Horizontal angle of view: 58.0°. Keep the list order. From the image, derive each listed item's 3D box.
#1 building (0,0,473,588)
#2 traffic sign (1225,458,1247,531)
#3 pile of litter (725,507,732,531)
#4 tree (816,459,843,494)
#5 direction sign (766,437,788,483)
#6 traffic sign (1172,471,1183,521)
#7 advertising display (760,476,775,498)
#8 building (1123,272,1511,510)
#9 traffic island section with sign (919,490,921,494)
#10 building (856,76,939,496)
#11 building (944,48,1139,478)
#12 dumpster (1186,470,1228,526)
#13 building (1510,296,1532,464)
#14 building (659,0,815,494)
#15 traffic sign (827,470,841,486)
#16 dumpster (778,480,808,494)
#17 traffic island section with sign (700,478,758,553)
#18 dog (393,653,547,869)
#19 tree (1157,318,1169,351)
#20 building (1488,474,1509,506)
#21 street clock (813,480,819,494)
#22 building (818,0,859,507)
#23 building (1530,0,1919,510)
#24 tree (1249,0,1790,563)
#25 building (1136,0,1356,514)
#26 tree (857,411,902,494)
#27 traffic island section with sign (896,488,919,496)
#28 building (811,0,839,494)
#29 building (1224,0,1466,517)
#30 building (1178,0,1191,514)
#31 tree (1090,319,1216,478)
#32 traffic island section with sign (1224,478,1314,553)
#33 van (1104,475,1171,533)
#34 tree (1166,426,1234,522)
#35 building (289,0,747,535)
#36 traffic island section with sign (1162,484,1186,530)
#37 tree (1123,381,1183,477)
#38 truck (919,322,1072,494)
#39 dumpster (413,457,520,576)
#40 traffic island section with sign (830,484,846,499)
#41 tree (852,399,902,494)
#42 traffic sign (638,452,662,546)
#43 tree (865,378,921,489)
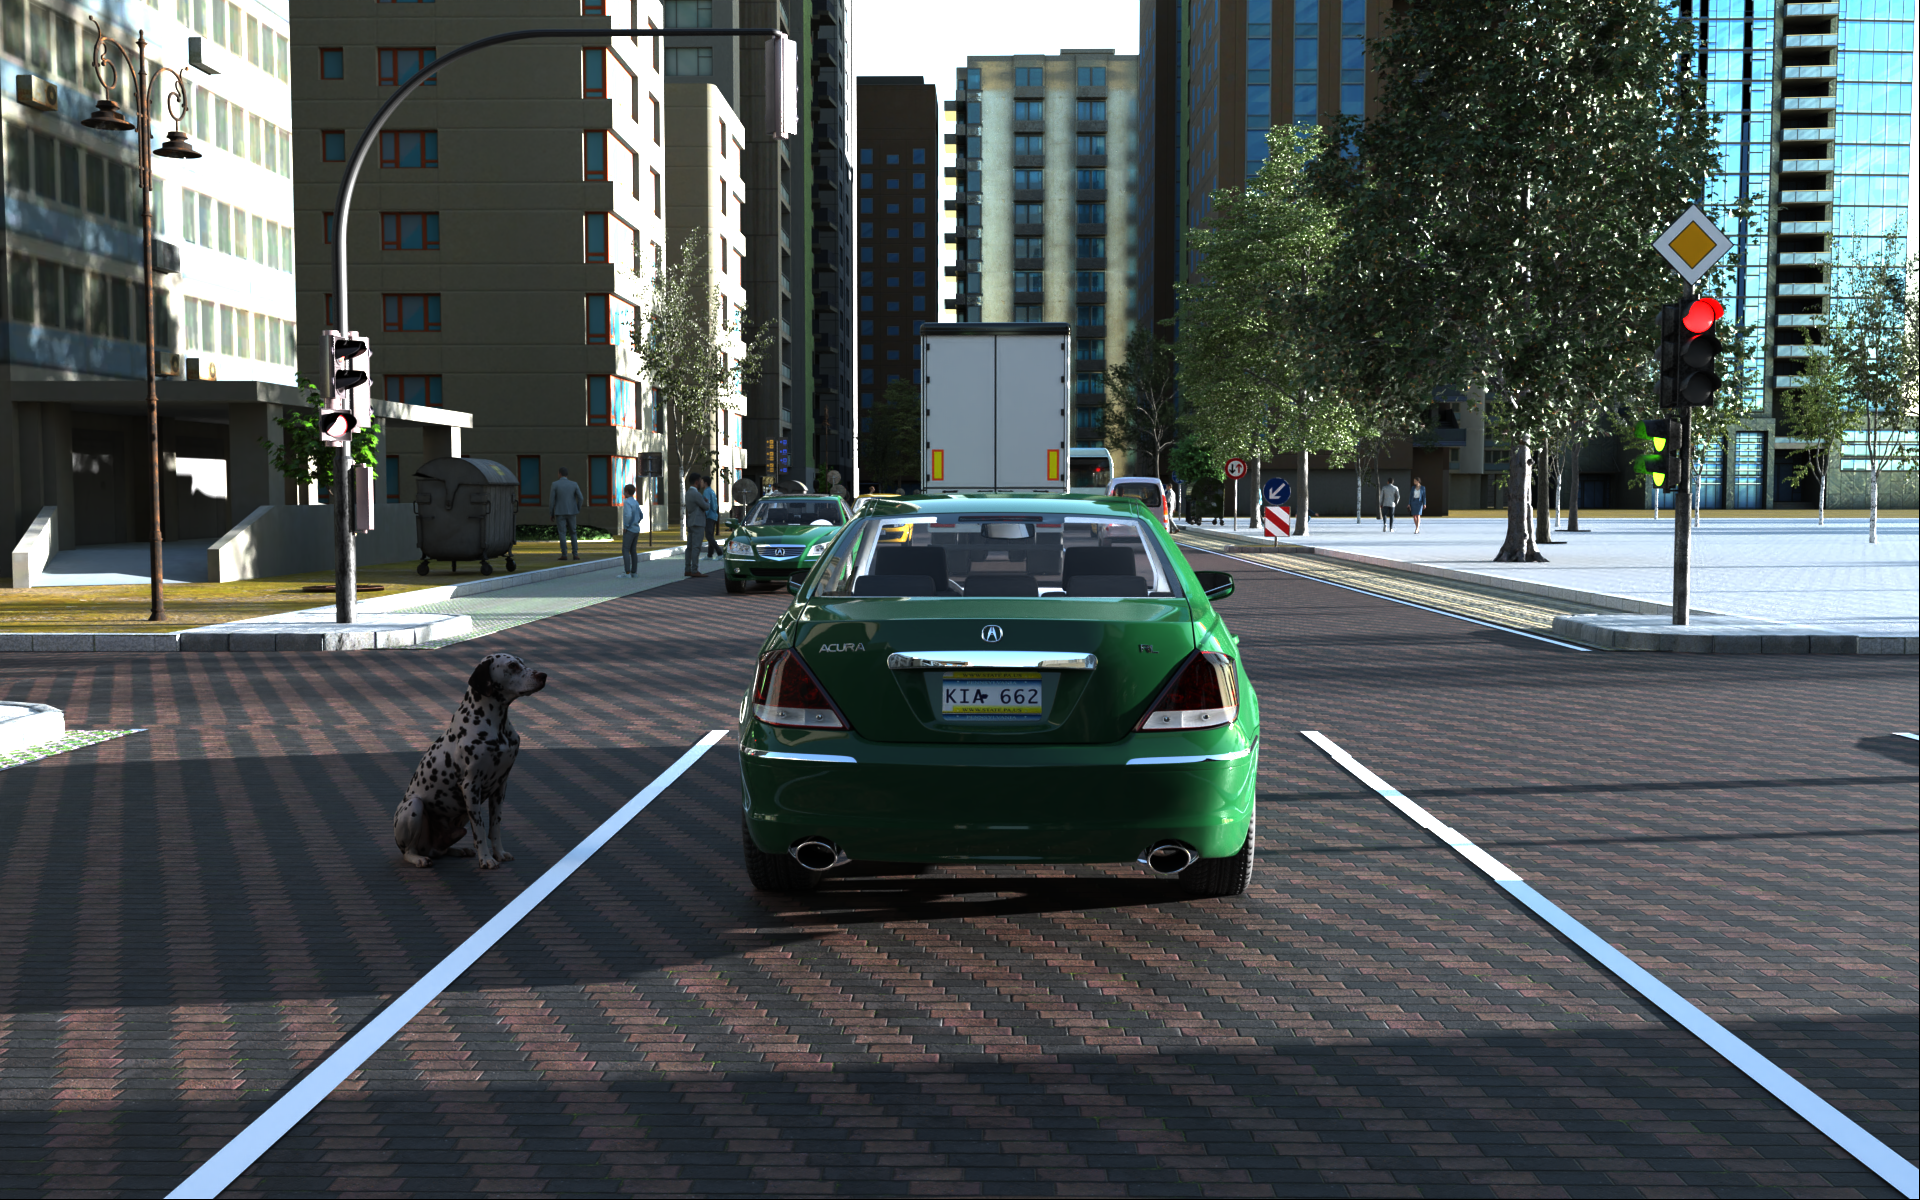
[{"bbox_3d":[-26.702,-20.744,31.052,32.217,40.220,23.993,0,4,1],"label":"building"},{"bbox_3d":[9.611,-3.690,60.434,0.768,2.556,0.104,1,4,10],"label":"traffic sign"},{"bbox_3d":[-7.519,-2.806,59.835,1.176,0.858,1.719,-1,4,-9],"label":"pile of litter"},{"bbox_3d":[-7.515,-6.169,95.464,1.663,3.219,1.824,0,3,0],"label":"tree"},{"bbox_3d":[-7.276,-4.695,68.759,0.876,3.537,0.379,-1,4,-19],"label":"direction sign"},{"bbox_3d":[10.625,-5.116,83.749,0.768,2.556,0.104,0,4,2],"label":"traffic sign"},{"bbox_3d":[-6.925,-3.497,62.385,0.123,1.923,0.974,1,4,22],"label":"advertising display"},{"bbox_3d":[31.001,-28.152,152.165,32.217,40.220,23.993,0,4,1],"label":"building"},{"bbox_3d":[-3.589,-8.461,146.965,1.989,1.847,2.006,0,4,1],"label":"traffic island section with sign"},{"bbox_3d":[-9.503,-32.777,186.011,14.200,45.320,14.600,0,4,1],"label":"building"},{"bbox_3d":[13.608,-34.836,189.177,30.456,49.044,23.786,0,4,1],"label":"building"},{"bbox_3d":[10.104,-4.184,70.905,1.502,2.255,1.985,0,4,1],"label":"dumpster"},{"bbox_3d":[64.009,-25.210,183.887,14.107,30.474,14.160,0,4,1],"label":"building"},{"bbox_3d":[-16.150,-25.443,99.582,14.154,41.232,14.086,0,4,1],"label":"building"},{"bbox_3d":[-6.731,-5.635,92.234,0.768,2.556,0.104,0,4,6],"label":"traffic sign"},{"bbox_3d":[-7.136,-4.126,73.221,1.264,1.857,1.865,0,4,1],"label":"dumpster"},{"bbox_3d":[-5.357,-2.106,43.056,1.989,1.847,2.006,0,4,1],"label":"traffic island section with sign"},{"bbox_3d":[-1.998,0.609,6.874,0.513,0.831,0.800,-2,4,-30],"label":"dog"},{"bbox_3d":[11.154,-8.931,64.151,7.486,12.596,7.792,0,3,0],"label":"tree"},{"bbox_3d":[42.934,-39.520,188.151,28.212,58.520,21.231,0,4,1],"label":"building"},{"bbox_3d":[-7.451,-5.213,89.795,0.358,2.002,0.471,1,4,8],"label":"street clock"},{"bbox_3d":[-20.123,-43.765,153.807,20.611,71.187,20.563,0,4,1],"label":"building"},{"bbox_3d":[67.323,-51.265,150.853,31.000,86.520,22.319,0,4,1],"label":"building"},{"bbox_3d":[10.535,-7.064,32.502,9.611,12.733,9.660,0,3,0],"label":"tree"},{"bbox_3d":[21.198,-29.541,133.113,14.600,45.320,14.200,0,4,1],"label":"building"},{"bbox_3d":[-6.923,-12.354,152.358,4.737,8.622,4.395,0,3,0],"label":"tree"},{"bbox_3d":[-4.064,-6.802,119.840,1.989,1.847,2.006,0,4,1],"label":"traffic island section with sign"},{"bbox_3d":[-20.273,-28.540,121.247,22.147,44.769,28.867,0,4,1],"label":"building"},{"bbox_3d":[21.420,-27.709,103.148,14.600,45.320,14.200,0,4,1],"label":"building"},{"bbox_3d":[21.772,-26.539,117.513,14.154,41.232,14.086,0,4,1],"label":"building"},{"bbox_3d":[10.412,-9.684,92.752,7.601,10.594,8.767,1,4,12],"label":"tree"},{"bbox_3d":[7.549,-2.074,42.540,1.989,1.847,2.006,0,4,1],"label":"traffic island section with sign"},{"bbox_3d":[4.351,-2.245,43.710,2.013,2.044,4.112,0,4,3],"label":"van"},{"bbox_3d":[11.185,-5.872,79.728,4.285,4.588,4.351,0,3,0],"label":"tree"},{"bbox_3d":[-24.241,-13.634,67.953,27.650,21.520,28.899,0,4,1],"label":"building"},{"bbox_3d":[8.018,-3.741,69.789,1.989,1.847,2.006,0,4,1],"label":"traffic island section with sign"},{"bbox_3d":[11.781,-9.615,107.575,4.360,8.622,3.978,0,3,0],"label":"tree"},{"bbox_3d":[0.794,-2.751,33.899,2.839,4.237,11.283,0,4,2],"label":"truck"},{"bbox_3d":[-7.927,-1.350,27.824,1.264,1.857,1.865,0,4,1],"label":"dumpster"},{"bbox_3d":[-4.897,-3.763,70.150,1.989,1.847,2.006,0,4,1],"label":"traffic island section with sign"},{"bbox_3d":[-6.207,-11.207,133.596,4.360,8.622,3.978,0,3,0],"label":"tree"},{"bbox_3d":[-7.577,-2.461,42.375,0.606,2.300,0.079,0,4,3],"label":"traffic sign"},{"bbox_3d":[-5.512,-15.365,169.341,7.486,12.596,7.792,0,3,0],"label":"tree"}]
